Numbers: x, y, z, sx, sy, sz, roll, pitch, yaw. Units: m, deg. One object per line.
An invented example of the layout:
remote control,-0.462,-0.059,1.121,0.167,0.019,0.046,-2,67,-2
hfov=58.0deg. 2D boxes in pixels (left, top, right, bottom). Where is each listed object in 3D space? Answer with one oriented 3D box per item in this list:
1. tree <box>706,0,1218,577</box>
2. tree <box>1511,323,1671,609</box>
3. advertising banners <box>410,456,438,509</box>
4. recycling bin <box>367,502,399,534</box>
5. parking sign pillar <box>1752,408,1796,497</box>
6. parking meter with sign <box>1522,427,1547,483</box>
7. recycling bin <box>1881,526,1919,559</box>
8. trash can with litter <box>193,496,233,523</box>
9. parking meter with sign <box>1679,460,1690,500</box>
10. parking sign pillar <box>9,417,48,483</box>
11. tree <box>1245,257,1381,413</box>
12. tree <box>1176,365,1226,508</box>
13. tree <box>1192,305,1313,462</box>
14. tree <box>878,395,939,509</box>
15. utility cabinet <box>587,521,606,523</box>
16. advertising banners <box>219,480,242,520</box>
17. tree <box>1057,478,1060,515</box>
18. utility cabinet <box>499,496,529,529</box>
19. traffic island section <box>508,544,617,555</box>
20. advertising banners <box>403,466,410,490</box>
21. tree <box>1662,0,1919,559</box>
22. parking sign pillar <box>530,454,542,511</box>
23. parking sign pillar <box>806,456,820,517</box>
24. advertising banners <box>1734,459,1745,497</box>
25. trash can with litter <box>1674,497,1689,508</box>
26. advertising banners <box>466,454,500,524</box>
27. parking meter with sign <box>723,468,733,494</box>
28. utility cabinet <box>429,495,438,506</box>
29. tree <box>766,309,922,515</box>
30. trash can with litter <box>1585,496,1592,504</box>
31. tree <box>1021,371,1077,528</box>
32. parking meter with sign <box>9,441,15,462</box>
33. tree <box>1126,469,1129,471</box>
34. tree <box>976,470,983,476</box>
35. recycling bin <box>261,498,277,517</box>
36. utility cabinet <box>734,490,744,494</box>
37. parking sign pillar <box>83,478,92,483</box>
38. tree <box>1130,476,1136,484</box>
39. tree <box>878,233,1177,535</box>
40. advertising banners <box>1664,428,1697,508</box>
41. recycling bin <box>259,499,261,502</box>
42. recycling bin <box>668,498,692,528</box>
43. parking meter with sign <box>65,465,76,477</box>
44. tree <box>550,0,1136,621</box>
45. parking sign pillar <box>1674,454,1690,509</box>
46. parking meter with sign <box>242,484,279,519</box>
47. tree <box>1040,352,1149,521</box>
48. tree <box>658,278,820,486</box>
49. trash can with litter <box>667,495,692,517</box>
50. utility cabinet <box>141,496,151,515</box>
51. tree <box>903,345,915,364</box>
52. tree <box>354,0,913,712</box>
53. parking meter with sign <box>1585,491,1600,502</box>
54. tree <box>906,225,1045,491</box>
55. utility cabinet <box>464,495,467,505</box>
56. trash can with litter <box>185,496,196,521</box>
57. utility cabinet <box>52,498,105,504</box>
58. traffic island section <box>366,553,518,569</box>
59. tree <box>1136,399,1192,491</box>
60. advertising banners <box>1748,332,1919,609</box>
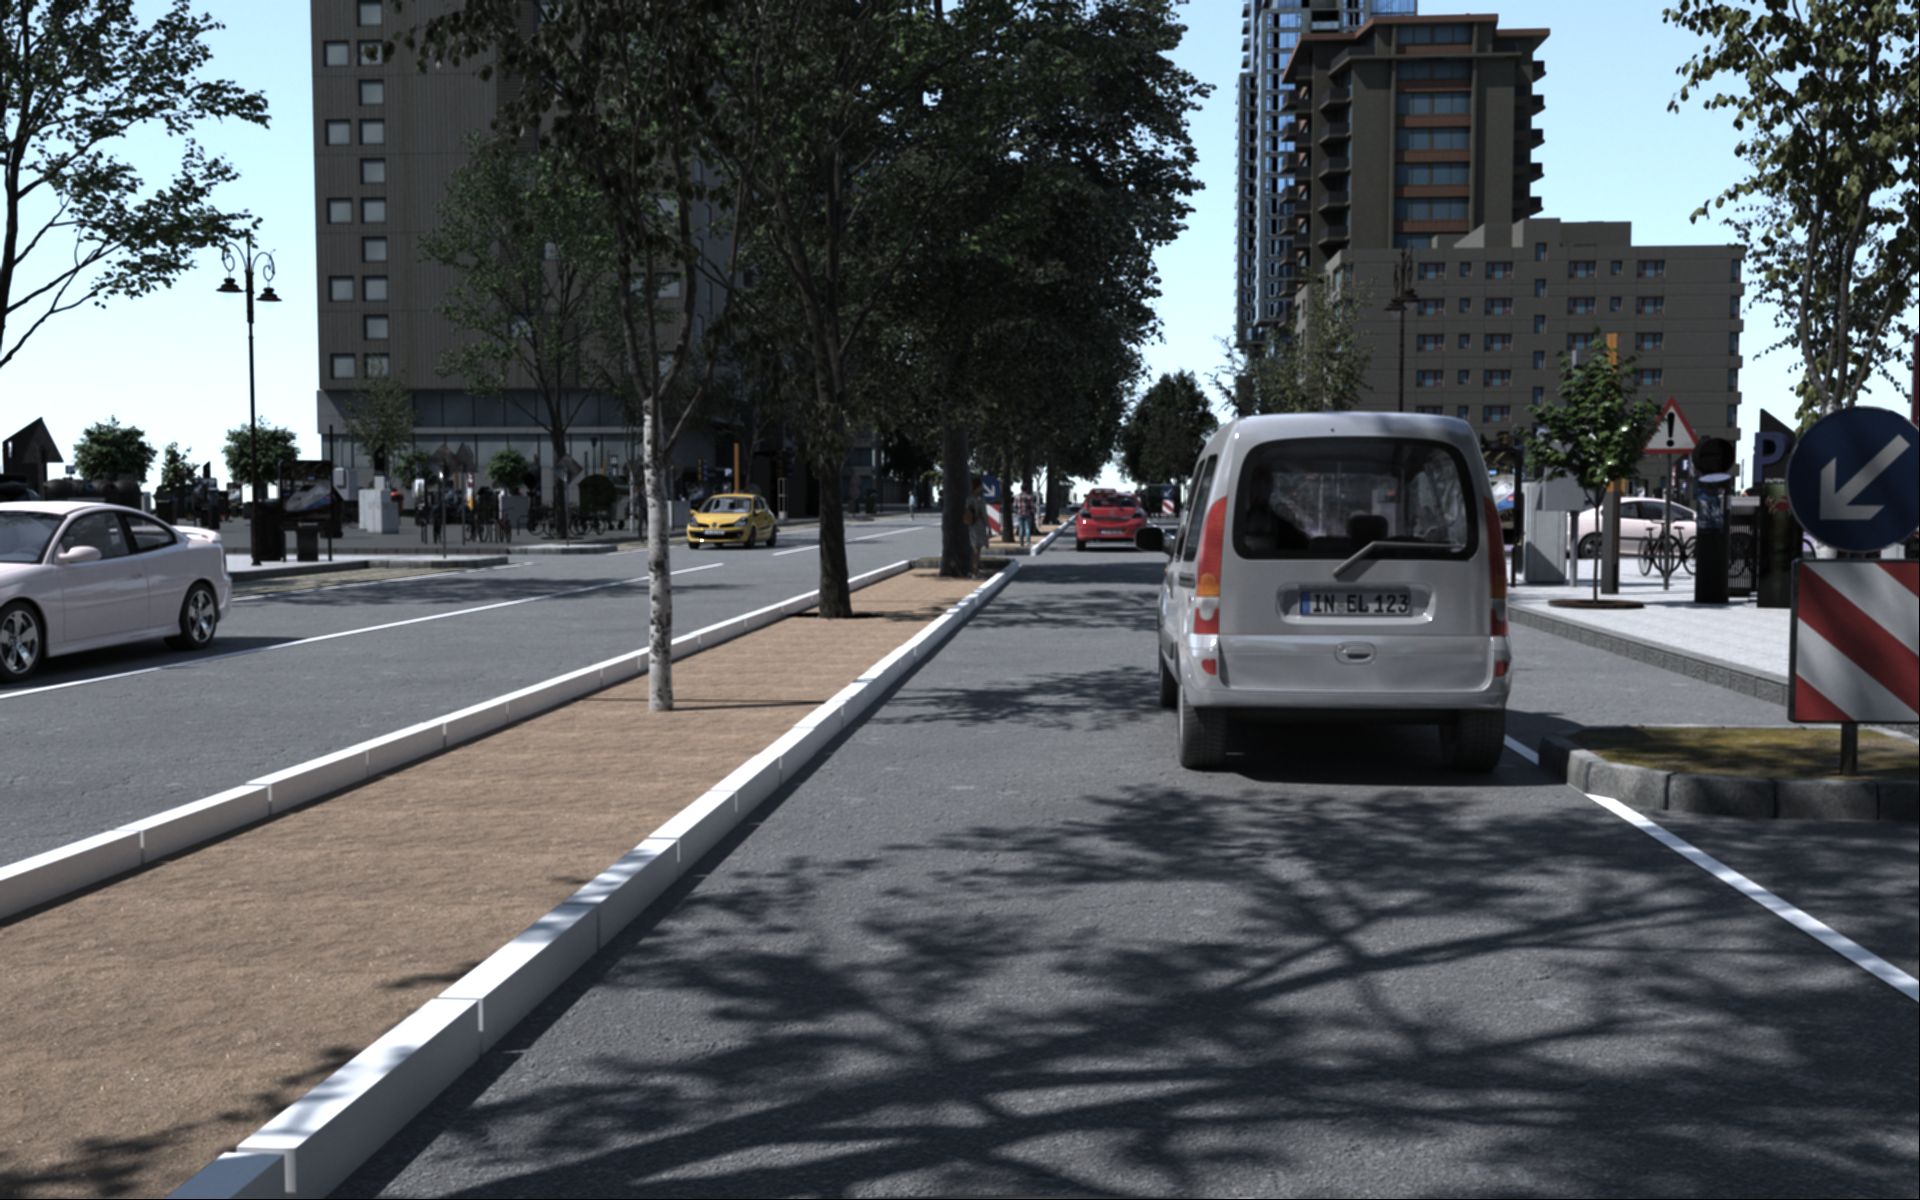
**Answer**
tree,-0.013,-7.371,29.621,9.857,13.997,8.962,0,3,0
tree,7.130,-1.537,19.736,1.663,3.219,1.824,0,3,0
advertising banners,-24.816,-5.155,80.471,0.090,3.025,2.074,1,4,12
recycling bin,-18.664,-2.658,56.020,0.722,1.027,0.722,2,4,30
parking sign pillar,25.371,-4.002,53.910,1.447,3.967,1.447,-2,4,-28
parking meter with sign,14.570,-3.030,45.798,0.543,3.016,1.738,-3,5,-42
recycling bin,13.449,-0.757,24.933,0.722,1.027,0.722,1,4,20
trash can with litter,-34.108,-4.154,78.973,1.678,1.210,2.233,2,4,31
parking meter with sign,36.873,-5.616,88.090,0.543,3.016,1.738,1,4,16
parking sign pillar,-32.564,-4.396,60.351,1.447,3.967,1.447,-1,4,-8
tree,11.294,-6.361,54.370,4.737,8.622,4.395,0,3,0
tree,19.475,-14.512,154.286,9.611,12.733,9.660,0,3,0
tree,11.761,-7.215,68.325,4.360,8.622,3.978,0,3,0
tree,-3.296,-13.090,148.431,8.767,10.594,7.601,1,4,16
utility cabinet,-16.287,-4.043,77.273,1.020,1.237,0.306,2,4,30
advertising banners,-35.536,-5.335,83.415,2.074,3.025,0.090,-1,4,-9
tree,6.327,-10.782,113.158,8.767,10.594,7.601,0,4,5
utility cabinet,-16.440,-3.223,63.851,1.020,1.237,0.306,-2,4,-31
traffic island section,-9.636,-1.235,42.479,2.009,0.180,2.903,0,4,5
advertising banners,-33.969,-6.901,109.024,2.074,3.025,0.090,-2,4,-32
tree,7.531,-3.912,14.325,4.737,8.622,4.395,0,3,0
parking sign pillar,-28.579,-7.844,116.729,1.447,3.967,1.447,-2,4,-27
parking sign pillar,-8.224,-6.757,98.944,1.447,3.967,1.447,0,4,-3
advertising banners,38.252,-5.434,85.041,0.090,3.025,2.074,3,4,36
trash can with litter,38.723,-5.067,93.905,1.678,1.210,2.233,-3,5,-39
advertising banners,-20.801,-4.847,75.440,2.074,3.025,0.090,2,4,31
parking meter with sign,-15.701,-7.349,116.420,0.543,3.016,1.738,0,4,2
utility cabinet,-26.128,-4.627,86.816,1.020,1.237,0.306,-2,4,-33
tree,-7.412,-12.054,107.446,12.009,13.543,11.850,0,3,0
trash can with litter,29.147,-4.450,83.809,2.233,1.210,1.678,-1,4,-16
tree,3.343,-7.363,73.209,4.360,8.622,3.978,0,3,0
parking meter with sign,-32.060,-3.711,56.937,1.738,3.016,0.543,-3,4,-38
tree,27.837,-19.586,270.599,4.360,8.622,3.978,0,3,0
tree,2.012,-14.300,217.518,4.285,4.588,4.351,0,3,0
recycling bin,-40.924,-5.539,103.121,0.722,1.027,0.722,2,4,33
utility cabinet,-12.692,-5.644,100.951,0.318,1.500,1.173,2,4,34
parking sign pillar,-36.917,-5.222,73.857,1.447,3.967,1.447,0,4,-4
tree,20.964,-14.497,187.392,4.360,8.622,3.978,0,3,0
tree,2.355,-8.604,60.132,9.611,12.733,9.660,0,3,0
advertising banners,18.824,-3.000,45.232,0.090,3.025,2.074,3,5,43
recycling bin,-48.113,-6.546,119.580,0.722,1.027,0.722,-2,4,-35
recycling bin,-10.720,-3.271,66.038,0.722,1.027,0.722,-2,4,-29
parking meter with sign,-54.317,-6.662,105.179,1.738,3.016,0.543,3,5,42
tree,-1.547,-5.602,19.811,9.928,11.665,9.643,0,3,0
parking sign pillar,45.822,-7.442,110.151,1.447,3.967,1.447,-1,4,-20
parking meter with sign,-36.040,-5.686,89.233,1.738,3.016,0.543,-2,4,-26
tree,4.888,-11.014,92.901,12.009,13.543,11.850,0,3,0
tree,-9.356,-8.637,75.628,8.767,10.594,7.601,0,4,-4
trash can with litter,-15.327,-5.229,96.557,2.233,1.210,1.678,3,5,44
utility cabinet,-31.670,-3.398,66.727,1.020,1.237,0.306,1,4,20
tree,0.369,-19.629,176.823,12.611,20.169,13.585,0,3,0
tree,-1.971,-3.552,10.900,4.360,8.622,3.978,0,3,0
parking meter with sign,27.174,-4.790,74.574,0.543,3.016,1.738,-2,4,-35
tree,0.593,-5.520,43.074,4.737,8.622,4.395,0,3,0
utility cabinet,-32.461,-6.313,114.372,0.306,1.237,1.020,1,4,10
trash can with litter,-37.275,-4.447,84.097,0.624,1.170,1.055,-2,4,-28
utility cabinet,-14.979,-1.119,29.464,0.306,1.237,1.020,0,4,7
traffic island section,-10.290,-0.749,34.521,2.009,0.180,2.903,0,4,5
tree,16.583,-11.207,133.589,4.360,8.622,3.978,0,3,0
advertising banners,9.849,-1.398,19.047,2.074,3.025,0.090,2,4,25
